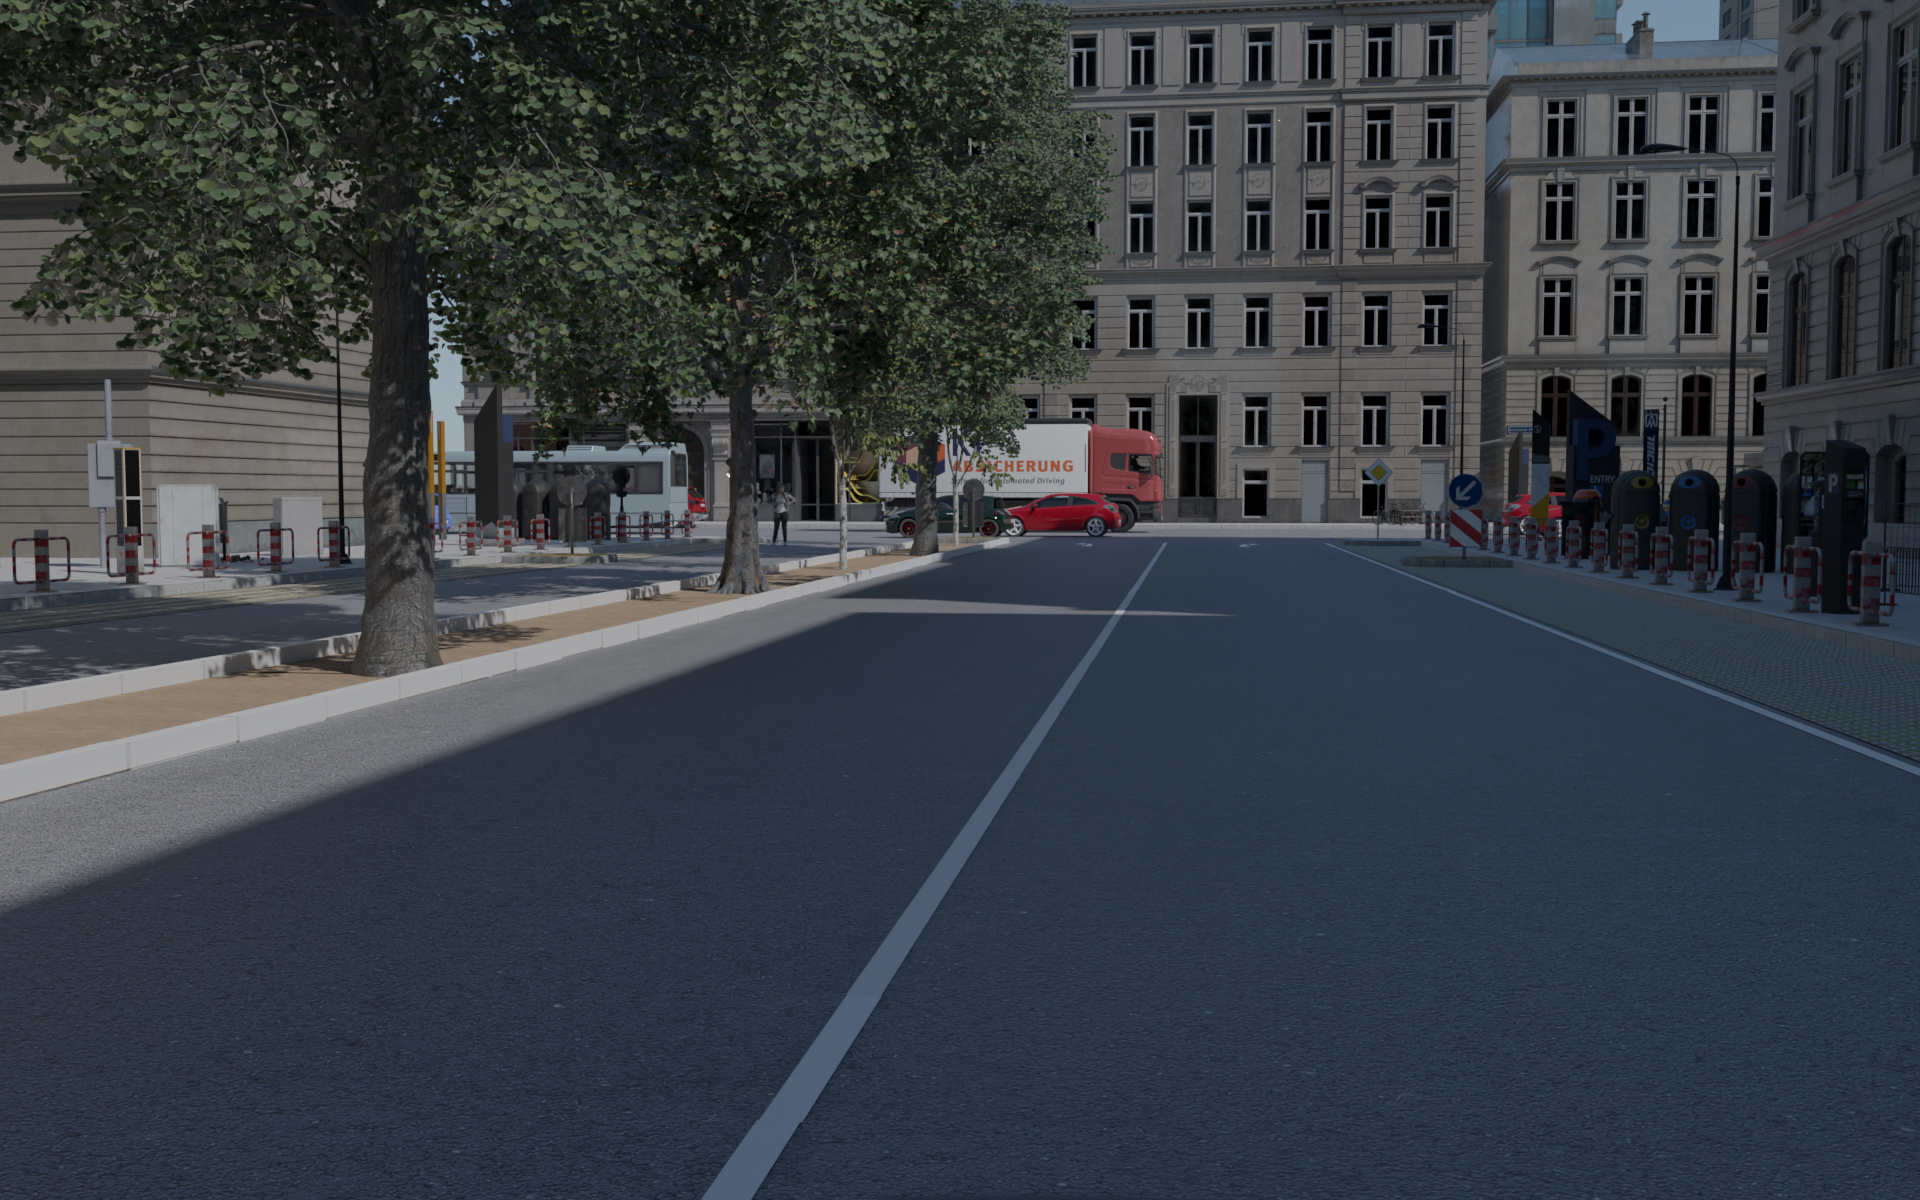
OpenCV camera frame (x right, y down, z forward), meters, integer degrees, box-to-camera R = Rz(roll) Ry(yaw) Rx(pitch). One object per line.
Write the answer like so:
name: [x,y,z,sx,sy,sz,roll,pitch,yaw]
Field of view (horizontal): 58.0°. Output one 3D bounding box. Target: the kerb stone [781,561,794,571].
kerb stone: [-3.299,-0.597,32.181,0.120,0.150,1.000,0,4,8]

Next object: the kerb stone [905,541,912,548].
kerb stone: [-1.475,-1.417,45.409,0.120,0.150,1.000,0,4,8]

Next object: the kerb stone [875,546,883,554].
kerb stone: [-2.042,-1.171,41.339,0.120,0.150,1.000,0,4,8]

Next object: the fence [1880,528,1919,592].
fence: [12.644,-0.653,21.878,0.480,1.192,2.264,-2,4,-26]

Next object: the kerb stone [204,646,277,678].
kerb stone: [-5.812,0.509,13.866,0.120,0.150,1.000,0,4,8]

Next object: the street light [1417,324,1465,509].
street light: [13.157,-4.572,47.293,1.470,5.913,1.316,0,4,8]

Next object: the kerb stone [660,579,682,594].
kerb stone: [-4.267,-0.175,25.053,0.120,0.150,1.000,0,4,8]

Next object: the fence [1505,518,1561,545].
fence: [14.387,-1.667,42.634,0.278,0.683,2.069,-3,4,-38]

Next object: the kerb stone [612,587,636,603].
kerb stone: [-4.558,-0.045,23.021,0.120,0.150,1.000,0,4,8]

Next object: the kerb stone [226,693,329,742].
kerb stone: [-4.150,0.715,10.502,0.120,0.150,1.000,0,4,8]

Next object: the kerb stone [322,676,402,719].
kerb stone: [-4.017,0.653,11.518,0.120,0.150,1.000,0,4,8]

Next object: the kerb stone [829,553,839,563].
kerb stone: [-2.738,-0.859,36.247,0.120,0.150,1.000,0,4,8]

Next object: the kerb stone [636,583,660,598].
kerb stone: [-4.413,-0.106,24.036,0.120,0.150,1.000,0,4,8]

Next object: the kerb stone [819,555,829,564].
kerb stone: [-2.873,-0.797,35.225,0.120,0.150,1.000,0,4,8]

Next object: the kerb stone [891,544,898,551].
kerb stone: [-1.761,-1.289,43.372,0.120,0.150,1.000,0,4,8]

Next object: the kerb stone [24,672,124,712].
kerb stone: [-6.092,0.634,11.824,0.120,0.150,1.000,0,4,8]

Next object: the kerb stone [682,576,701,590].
kerb stone: [-4.132,-0.234,26.069,0.120,0.150,1.000,0,4,8]

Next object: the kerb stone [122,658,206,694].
kerb stone: [-5.953,0.572,12.840,0.120,0.150,1.000,0,4,8]

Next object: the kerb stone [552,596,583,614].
kerb stone: [-4.836,0.075,20.990,0.120,0.150,1.000,0,4,8]

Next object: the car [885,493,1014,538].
car: [-0.343,-2.870,56.707,4.222,1.686,2.009,0,4,7]

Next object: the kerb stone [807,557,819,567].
kerb stone: [-3.010,-0.733,34.210,0.120,0.150,1.000,0,4,8]

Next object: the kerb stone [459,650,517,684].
kerb stone: [-3.741,0.529,13.549,0.120,0.150,1.000,0,4,8]

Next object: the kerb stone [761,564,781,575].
kerb stone: [-3.441,-0.548,31.166,0.120,0.150,1.000,0,4,8]

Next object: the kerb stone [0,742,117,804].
kerb stone: [-4.439,0.839,8.470,0.120,0.150,1.000,0,4,8]

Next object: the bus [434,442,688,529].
bus: [-16.714,-4.174,63.105,13.247,3.499,2.948,0,4,6]

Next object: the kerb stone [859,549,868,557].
kerb stone: [-2.309,-1.043,39.297,0.120,0.150,1.000,0,4,8]

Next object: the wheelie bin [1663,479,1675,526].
wheelie bin: [13.466,-1.464,31.842,0.980,1.594,0.693,0,4,-6]

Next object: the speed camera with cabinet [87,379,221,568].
speed camera with cabinet: [-14.129,-2.205,30.385,2.038,3.252,0.660,-1,4,-21]

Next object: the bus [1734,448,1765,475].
bus: [35.168,-4.227,63.969,13.247,3.499,2.948,0,4,7]

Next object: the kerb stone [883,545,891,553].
kerb stone: [-1.893,-1.232,42.356,0.120,0.150,1.000,0,4,8]

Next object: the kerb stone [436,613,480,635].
kerb stone: [-5.258,0.261,17.936,0.120,0.150,1.000,0,4,8]

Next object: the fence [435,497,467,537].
fence: [-15.493,-2.466,51.524,0.480,1.192,2.264,2,4,33]

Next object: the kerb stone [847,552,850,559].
kerb stone: [-2.590,-0.922,37.267,0.120,0.150,1.000,0,4,8]

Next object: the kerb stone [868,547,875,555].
kerb stone: [-2.177,-1.105,40.313,0.120,0.150,1.000,0,4,8]

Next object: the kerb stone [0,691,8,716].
kerb stone: [-6.237,0.697,10.807,0.120,0.150,1.000,0,4,8]

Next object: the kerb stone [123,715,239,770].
kerb stone: [-4.293,0.781,9.488,0.120,0.150,1.000,0,4,8]

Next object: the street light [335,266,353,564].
street light: [-10.807,-3.609,31.555,1.470,5.913,1.316,0,4,8]

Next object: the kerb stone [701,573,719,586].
kerb stone: [-3.998,-0.300,27.094,0.120,0.150,1.000,0,4,8]

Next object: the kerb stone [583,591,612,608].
kerb stone: [-4.685,0.014,22.004,0.120,0.150,1.000,0,4,8]

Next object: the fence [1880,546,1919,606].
fence: [10.621,-0.219,18.961,0.278,0.683,2.069,0,4,2]

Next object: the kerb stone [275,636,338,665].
kerb stone: [-5.675,0.447,14.881,0.120,0.150,1.000,0,4,8]

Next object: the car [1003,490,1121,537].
car: [3.202,-3.027,58.538,4.494,1.783,2.155,1,4,8]

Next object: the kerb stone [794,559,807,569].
kerb stone: [-3.153,-0.673,33.195,0.120,0.150,1.000,0,4,8]

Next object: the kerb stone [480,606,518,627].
kerb stone: [-5.115,0.198,18.953,0.120,0.150,1.000,0,4,8]

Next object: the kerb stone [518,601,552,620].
kerb stone: [-4.977,0.136,19.969,0.120,0.150,1.000,0,4,8]

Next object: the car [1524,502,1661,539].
car: [20.627,-2.886,56.223,4.494,1.783,2.155,0,4,7]

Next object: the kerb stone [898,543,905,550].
kerb stone: [-1.615,-1.357,44.393,0.120,0.150,1.000,0,4,8]

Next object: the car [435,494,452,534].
car: [-18.949,-2.957,57.937,3.694,1.707,1.945,1,4,10]

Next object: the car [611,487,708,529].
car: [-13.315,-3.942,73.123,5.304,1.827,2.281,1,4,8]

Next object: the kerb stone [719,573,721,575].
kerb stone: [-3.860,-0.362,28.118,0.120,0.150,1.000,0,4,8]

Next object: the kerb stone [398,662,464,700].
kerb stone: [-3.878,0.592,12.533,0.120,0.150,1.000,0,4,8]

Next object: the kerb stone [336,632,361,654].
kerb stone: [-5.531,0.385,15.900,0.120,0.150,1.000,0,4,8]

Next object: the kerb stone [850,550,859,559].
kerb stone: [-2.453,-0.976,38.283,0.120,0.150,1.000,0,4,8]

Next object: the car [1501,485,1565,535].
car: [21.218,-3.147,60.494,4.494,1.783,2.155,1,4,9]

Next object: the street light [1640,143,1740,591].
street light: [9.711,-3.089,23.043,1.470,5.913,1.316,0,4,8]
